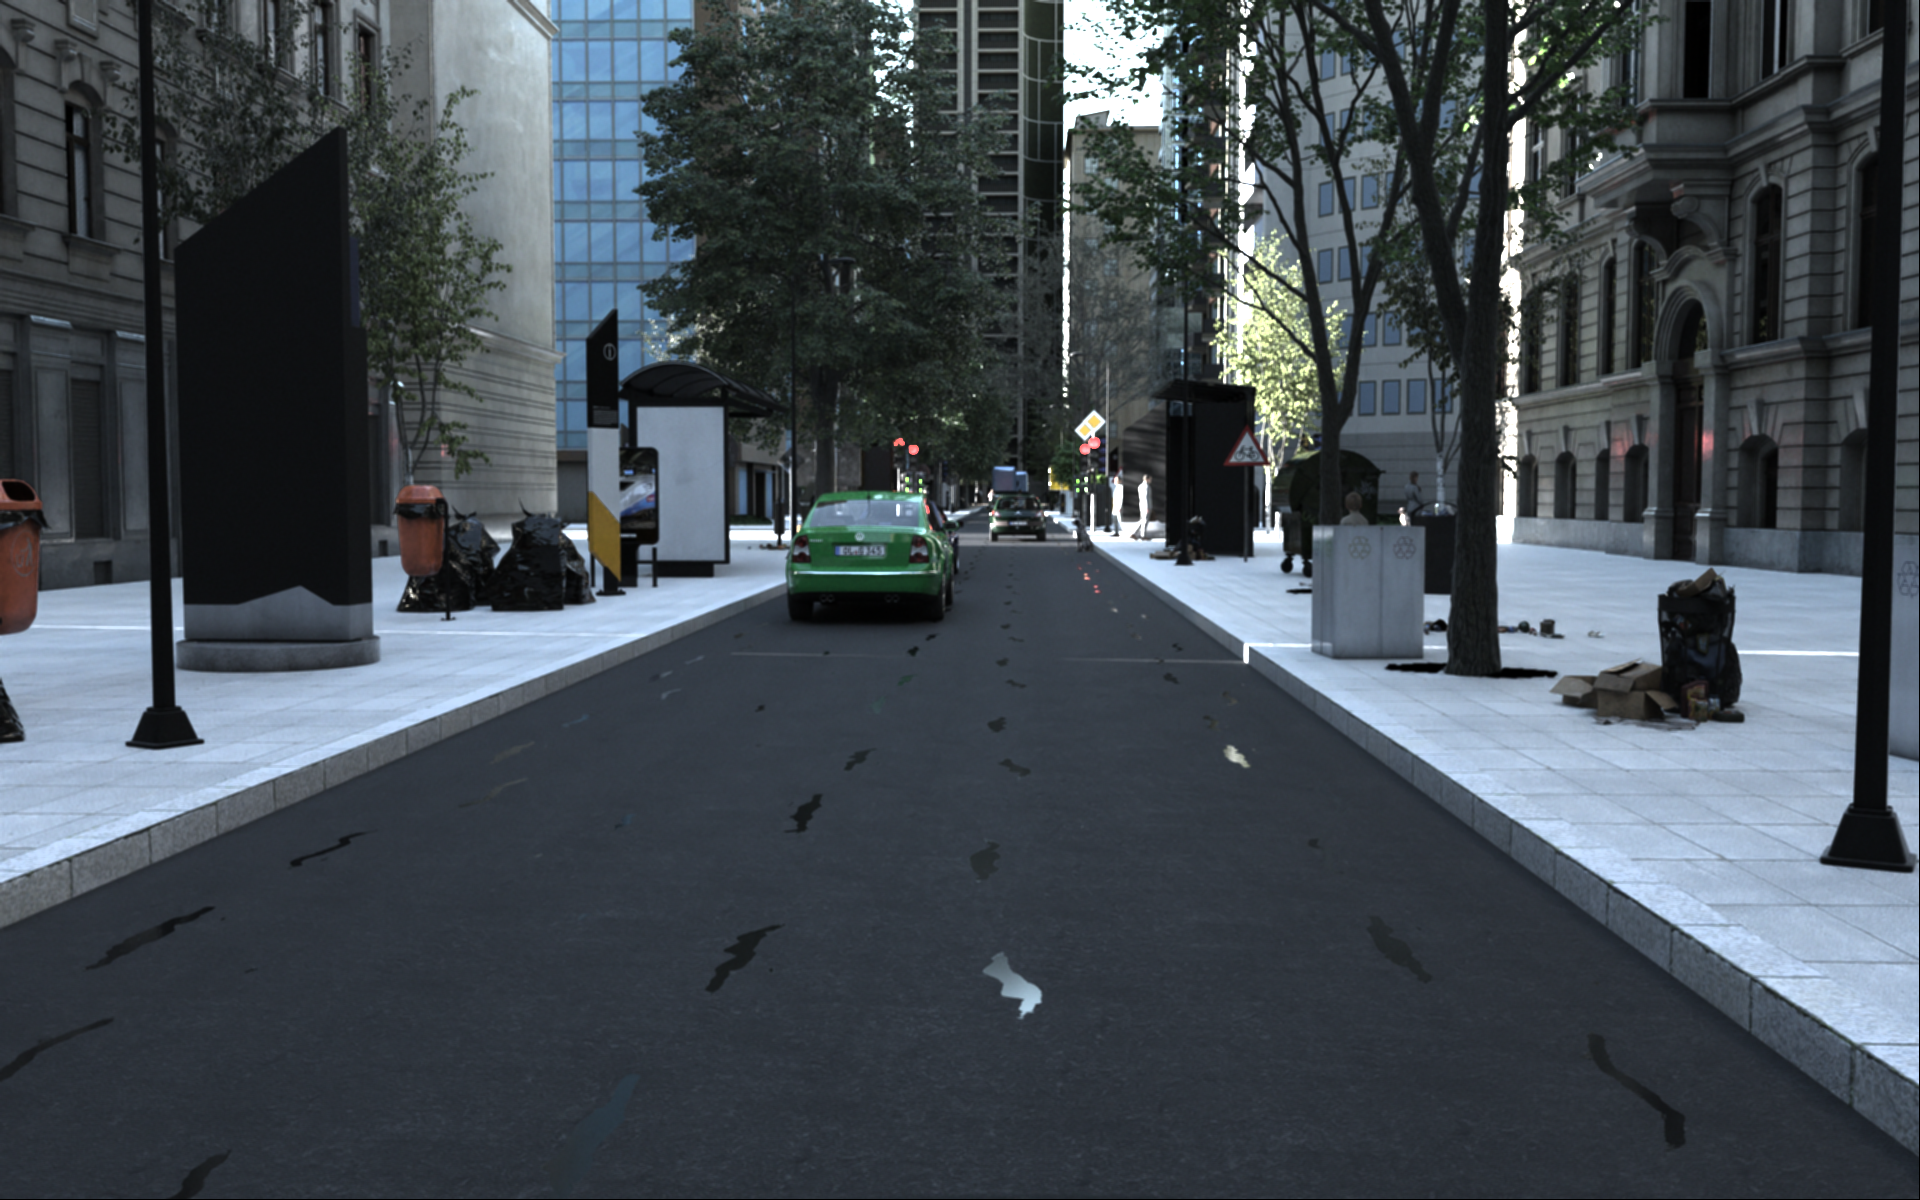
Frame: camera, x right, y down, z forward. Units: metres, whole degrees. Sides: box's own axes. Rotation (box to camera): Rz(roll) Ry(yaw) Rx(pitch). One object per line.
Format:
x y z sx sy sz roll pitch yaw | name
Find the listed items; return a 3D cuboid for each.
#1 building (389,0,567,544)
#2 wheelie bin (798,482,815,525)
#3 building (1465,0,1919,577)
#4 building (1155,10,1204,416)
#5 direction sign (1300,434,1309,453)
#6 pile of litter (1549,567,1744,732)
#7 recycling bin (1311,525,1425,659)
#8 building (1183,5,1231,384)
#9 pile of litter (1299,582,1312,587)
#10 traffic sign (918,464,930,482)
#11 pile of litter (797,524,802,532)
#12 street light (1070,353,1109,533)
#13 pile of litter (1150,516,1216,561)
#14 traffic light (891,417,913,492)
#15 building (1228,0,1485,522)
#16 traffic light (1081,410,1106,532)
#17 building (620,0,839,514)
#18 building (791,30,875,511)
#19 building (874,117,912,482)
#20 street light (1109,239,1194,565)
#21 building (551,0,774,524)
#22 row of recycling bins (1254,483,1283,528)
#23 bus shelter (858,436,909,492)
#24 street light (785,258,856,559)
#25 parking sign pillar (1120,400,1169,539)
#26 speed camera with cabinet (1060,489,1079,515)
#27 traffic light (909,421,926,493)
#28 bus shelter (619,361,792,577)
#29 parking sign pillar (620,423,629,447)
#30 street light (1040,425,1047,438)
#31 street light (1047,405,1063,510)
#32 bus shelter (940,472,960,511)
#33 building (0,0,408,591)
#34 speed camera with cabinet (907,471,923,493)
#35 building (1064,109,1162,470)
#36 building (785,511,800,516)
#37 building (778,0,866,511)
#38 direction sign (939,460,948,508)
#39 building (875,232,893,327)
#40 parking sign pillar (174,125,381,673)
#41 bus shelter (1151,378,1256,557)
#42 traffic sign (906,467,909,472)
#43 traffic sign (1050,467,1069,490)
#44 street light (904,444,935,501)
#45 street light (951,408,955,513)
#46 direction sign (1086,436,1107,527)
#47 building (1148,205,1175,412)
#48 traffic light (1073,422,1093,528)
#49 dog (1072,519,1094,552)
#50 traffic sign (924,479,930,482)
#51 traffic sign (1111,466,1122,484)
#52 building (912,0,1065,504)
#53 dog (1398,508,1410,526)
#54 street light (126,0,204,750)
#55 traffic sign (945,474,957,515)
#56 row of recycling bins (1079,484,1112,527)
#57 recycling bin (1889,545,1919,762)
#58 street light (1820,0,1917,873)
-21.631 -12.763 44.831 21.152 22.565 11.583 0 4 2 | building
-3.744 -2.255 44.770 0.693 1.594 0.980 -2 4 -35 | wheelie bin
19.242 -13.003 31.681 14.460 24.649 34.723 0 4 2 | building
28.032 -52.264 167.190 22.319 86.520 31.000 0 4 2 | building
13.220 -4.477 65.199 0.876 3.537 0.379 2 4 24 | direction sign
4.075 0.229 10.221 1.176 0.858 1.719 3 4 39 | pile of litter
3.238 -0.075 13.784 0.722 1.027 0.722 0 4 -4 | recycling bin
27.468 -28.585 121.989 22.147 44.769 28.867 0 4 2 | building
5.536 -0.641 24.442 1.719 0.858 1.176 -1 4 -14 | pile of litter
-1.643 -4.466 73.120 0.768 2.556 0.104 1 4 9 | traffic sign
-5.064 -2.667 57.569 1.176 0.858 1.719 1 4 22 | pile of litter
4.325 -5.164 56.970 1.470 5.913 1.316 0 4 2 | street light
4.373 -1.225 33.988 1.176 0.858 1.719 -1 4 -9 | pile of litter
-2.007 -4.227 58.036 0.839 4.253 0.868 0 4 2 | traffic light
28.037 -33.011 81.736 28.212 58.520 21.231 0 4 2 | building
4.452 -4.215 57.839 0.839 4.253 0.868 0 4 2 | traffic light
-16.878 -29.529 132.903 14.600 45.320 14.200 0 4 2 | building
-14.831 -28.431 148.434 14.154 41.232 14.086 0 4 2 | building
-13.106 -33.742 201.793 14.200 45.320 14.600 0 4 2 | building
3.508 -3.583 31.126 1.470 5.913 1.316 0 4 2 | street light
-15.981 -26.294 80.013 14.600 45.320 14.200 0 4 2 | building
11.559 -3.623 66.345 3.534 1.692 1.069 1 4 9 | row of recycling bins
-3.047 -4.853 70.633 1.731 3.624 6.357 0 4 2 | bus shelter
-2.746 -3.771 34.193 1.470 5.913 1.316 0 4 2 | street light
5.355 -3.757 49.898 1.447 3.967 1.447 1 4 21 | parking sign pillar
6.744 -6.783 105.232 0.660 3.252 2.038 -1 4 -23 | speed camera with cabinet
-1.742 -4.715 66.017 0.839 4.253 0.868 0 4 2 | traffic light
-4.248 -2.153 29.119 2.014 3.302 5.546 0 4 2 | bus shelter
-12.369 -4.773 66.507 1.447 3.967 1.447 3 5 44 | parking sign pillar
6.265 -8.755 115.691 1.470 5.913 1.316 0 4 2 | street light
5.422 -7.212 90.454 1.470 5.913 1.316 0 4 2 | street light
-0.704 -8.751 137.000 2.014 3.302 5.546 0 4 2 | bus shelter
-16.632 -10.886 27.130 9.793 20.994 18.267 0 4 2 | building
-1.818 -4.577 69.174 0.660 3.252 2.038 0 4 3 | speed camera with cabinet
28.484 -40.126 245.300 27.495 52.752 28.713 0 4 2 | building
-20.363 -40.764 104.740 20.563 71.187 20.611 0 4 2 | building
-16.962 -44.444 164.915 20.563 71.187 20.611 0 4 2 | building
-1.251 -7.489 114.441 0.876 3.537 0.379 1 4 12 | direction sign
-14.529 -25.181 183.413 14.160 30.474 14.107 0 4 2 | building
-5.159 -1.502 13.027 1.447 3.967 1.447 0 4 5 | parking sign pillar
5.318 -2.874 38.278 1.731 3.624 6.357 0 4 2 | bus shelter
-2.081 -4.750 77.763 0.768 2.556 0.104 0 4 2 | traffic sign
7.392 -7.771 120.931 2.265 3.308 0.079 1 4 10 | traffic sign
-1.581 -5.710 65.902 1.470 5.913 1.316 0 4 2 | street light
-0.818 -7.299 91.887 1.470 5.913 1.316 0 4 2 | street light
5.271 -4.608 67.334 0.876 3.537 0.379 2 4 25 | direction sign
34.136 -30.825 195.862 32.217 40.220 23.993 0 4 2 | building
4.716 -4.703 65.820 0.839 4.253 0.868 0 4 2 | traffic light
3.087 -1.611 43.180 0.513 0.831 0.800 0 4 -3 | dog
-1.742 -4.614 75.443 0.884 2.594 0.081 0 4 6 | traffic sign
7.462 -4.910 80.282 0.884 2.594 0.081 1 4 11 | traffic sign
4.173 -49.102 241.071 20.611 71.187 20.563 0 4 2 | building
14.986 -2.641 57.557 0.800 0.831 0.513 1 4 20 | dog
-3.531 -2.209 8.665 1.470 5.913 1.316 0 4 2 | street light
-0.549 -6.595 107.939 0.768 2.556 0.104 0 4 7 | traffic sign
5.532 -3.845 69.973 1.069 1.692 3.534 1 4 15 | row of recycling bins
4.963 0.264 8.242 0.722 1.027 0.722 0 4 -8 | recycling bin
2.631 -2.040 5.890 1.470 5.913 1.316 0 4 2 | street light
